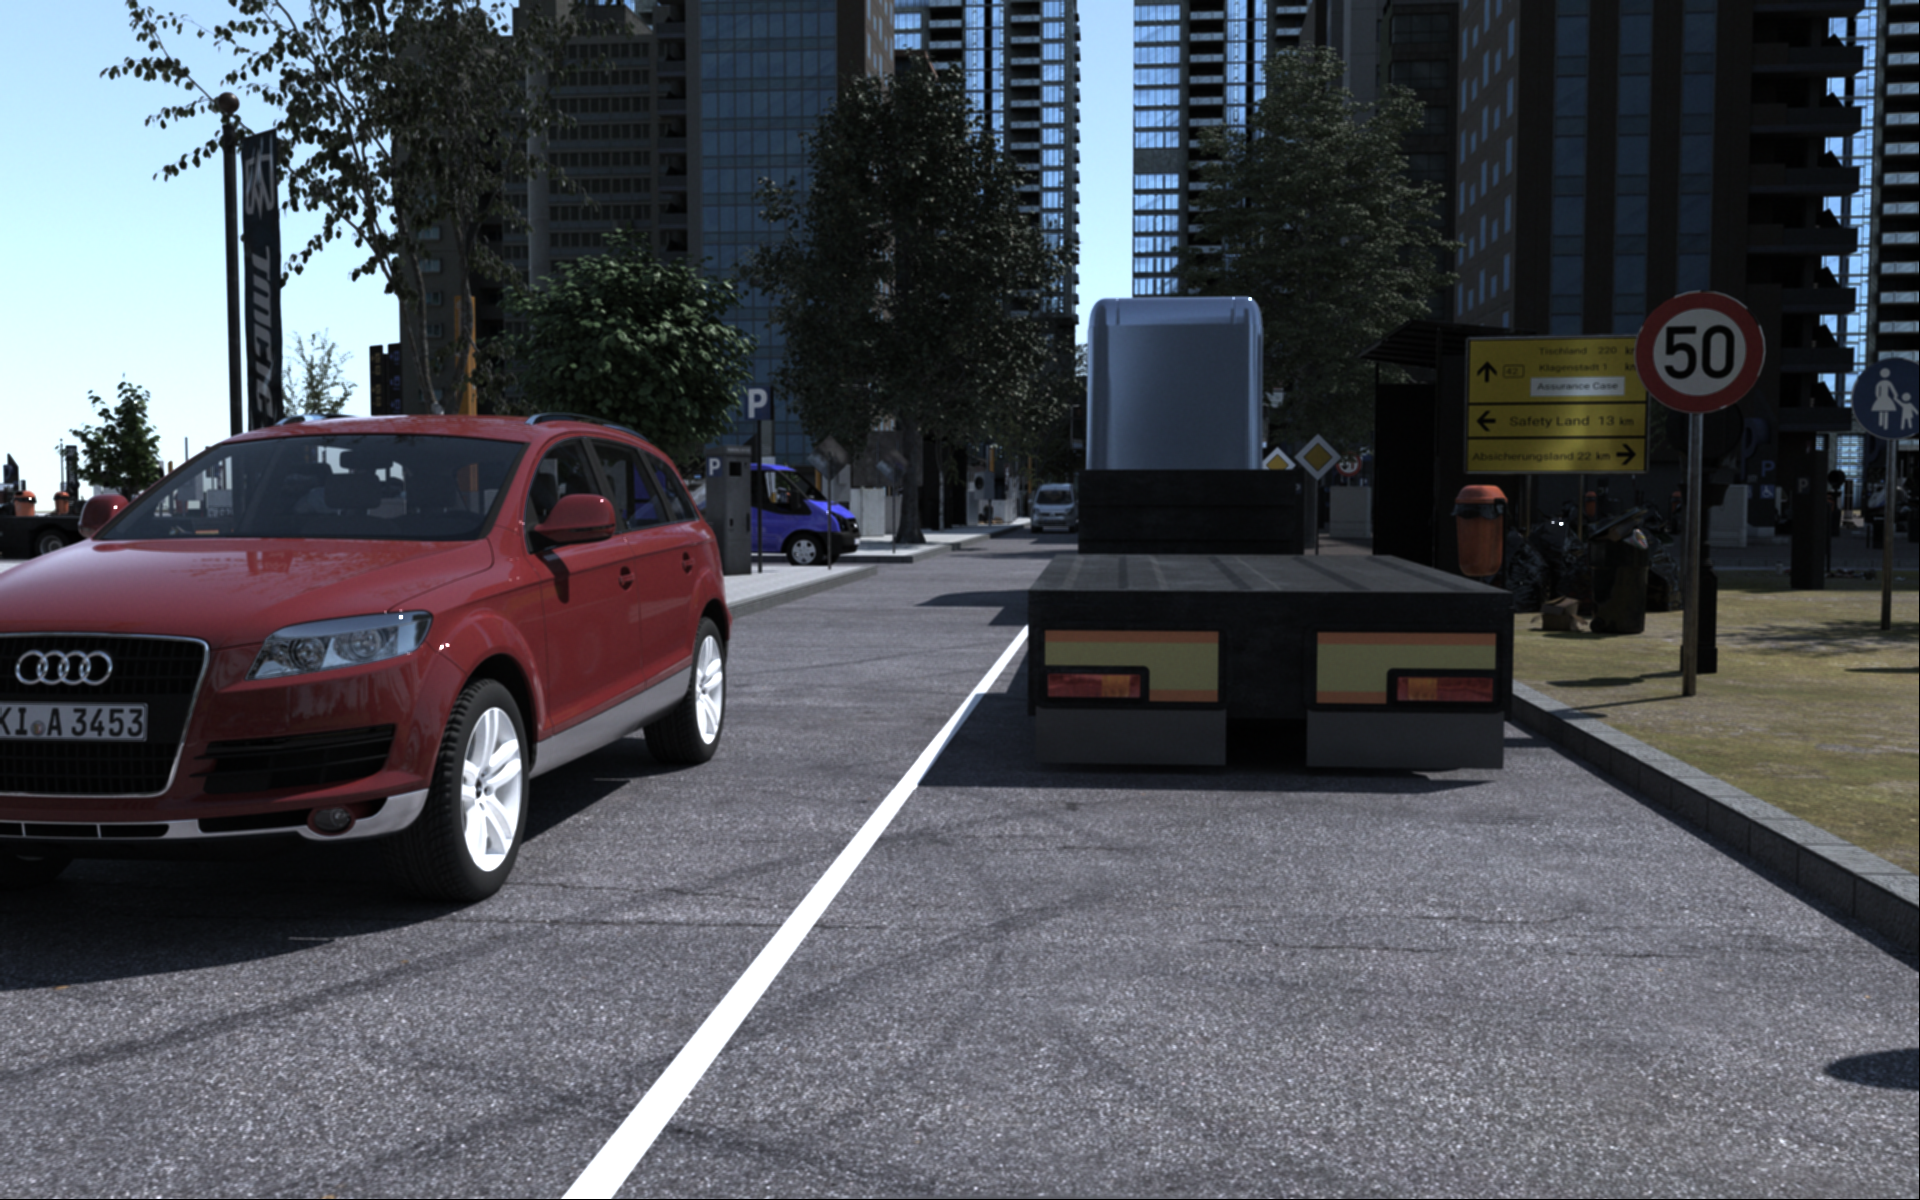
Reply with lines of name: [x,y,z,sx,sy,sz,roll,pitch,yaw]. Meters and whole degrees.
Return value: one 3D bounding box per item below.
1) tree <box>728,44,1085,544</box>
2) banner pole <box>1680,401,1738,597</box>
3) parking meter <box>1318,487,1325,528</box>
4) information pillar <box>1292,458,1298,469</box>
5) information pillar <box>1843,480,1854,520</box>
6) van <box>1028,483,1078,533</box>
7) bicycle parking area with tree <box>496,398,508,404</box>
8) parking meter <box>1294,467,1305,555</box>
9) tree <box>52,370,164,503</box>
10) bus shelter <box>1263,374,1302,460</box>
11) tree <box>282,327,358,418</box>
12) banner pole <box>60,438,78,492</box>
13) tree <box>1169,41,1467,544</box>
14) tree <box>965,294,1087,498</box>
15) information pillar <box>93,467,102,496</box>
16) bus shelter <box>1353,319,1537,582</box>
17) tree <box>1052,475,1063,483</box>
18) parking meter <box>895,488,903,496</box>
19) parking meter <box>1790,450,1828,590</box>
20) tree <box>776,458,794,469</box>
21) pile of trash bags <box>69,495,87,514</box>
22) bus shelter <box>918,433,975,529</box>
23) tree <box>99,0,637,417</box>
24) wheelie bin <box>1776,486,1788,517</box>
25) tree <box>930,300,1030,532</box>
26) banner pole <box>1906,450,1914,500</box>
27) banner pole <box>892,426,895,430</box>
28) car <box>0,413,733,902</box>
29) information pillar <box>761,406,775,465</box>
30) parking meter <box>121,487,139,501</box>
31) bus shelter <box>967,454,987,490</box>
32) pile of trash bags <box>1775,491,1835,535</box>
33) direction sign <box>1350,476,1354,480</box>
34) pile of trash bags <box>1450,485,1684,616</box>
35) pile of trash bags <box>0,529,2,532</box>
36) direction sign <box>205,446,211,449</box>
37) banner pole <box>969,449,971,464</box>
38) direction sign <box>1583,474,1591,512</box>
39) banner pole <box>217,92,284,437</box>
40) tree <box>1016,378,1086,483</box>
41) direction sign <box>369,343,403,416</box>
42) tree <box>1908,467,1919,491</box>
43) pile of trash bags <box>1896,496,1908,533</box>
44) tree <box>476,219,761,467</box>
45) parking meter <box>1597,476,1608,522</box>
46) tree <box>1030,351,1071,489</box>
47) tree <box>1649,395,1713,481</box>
tree: [-1.315,-7.814,44.769,9.611,12.733,9.660,0,3,0]
banner pole: [9.295,-1.933,21.615,0.863,3.779,0.401,0,4,-1]
parking meter: [13.441,-3.447,64.775,0.372,1.533,0.369,0,3,0]
information pillar: [19.950,-6.865,103.599,0.504,3.616,0.183,2,4,27]
information pillar: [44.863,-5.074,87.448,0.304,2.012,0.304,-1,4,-15]
van: [3.573,-3.526,64.655,2.013,2.044,4.112,0,4,7]
bicycle parking area with tree: [-11.143,-3.927,51.214,8.231,4.147,9.016,1,4,20]
parking meter: [6.989,-1.862,36.162,0.399,1.863,0.255,0,4,6]
tree: [-13.005,-1.993,27.193,1.663,3.219,1.824,0,3,0]
bus shelter: [9.471,-4.759,55.440,2.179,5.291,8.768,0,4,6]
tree: [-28.526,-7.673,75.812,4.737,8.622,4.395,0,3,0]
banner pole: [-40.189,-5.385,78.055,0.863,3.779,0.401,-2,4,-25]
tree: [8.994,-7.735,44.587,7.486,12.596,7.792,0,3,0]
tree: [4.764,-11.918,105.230,12.009,13.543,11.850,0,3,0]
information pillar: [-52.842,-7.016,106.072,0.504,3.616,0.183,-1,4,-14]
bus shelter: [7.191,-2.137,26.231,1.731,3.624,6.357,0,4,6]
tree: [8.733,-9.698,153.171,1.663,3.219,1.824,0,3,0]
parking meter: [-2.712,-4.216,77.342,0.372,1.533,0.369,0,3,0]
parking meter: [11.439,-1.078,23.344,0.255,1.863,0.399,-1,4,-20]
tree: [-9.580,-6.046,93.457,1.663,3.219,1.824,0,3,0]
pile of trash bags: [-35.972,-3.783,71.611,3.447,1.369,1.912,1,4,14]
bus shelter: [-0.510,-4.607,66.610,1.731,3.624,6.357,0,4,5]
tree: [-4.566,-3.921,14.474,4.360,8.622,3.978,0,3,0]
wheelie bin: [32.080,-3.688,68.204,0.980,1.594,0.693,-2,4,-29]
tree: [-0.376,-6.609,58.419,4.737,8.622,4.395,0,3,0]
banner pole: [53.587,-6.589,97.742,0.401,3.779,0.863,0,3,0]
banner pole: [-2.628,-4.522,63.945,0.863,3.779,0.401,-3,4,-38]
car: [-2.478,0.050,7.857,2.281,1.827,5.304,0,4,6]
information pillar: [-4.260,-2.881,38.453,0.183,3.616,0.504,-2,4,-35]
parking meter: [-18.812,-1.888,39.283,0.372,1.533,0.369,0,3,0]
bus shelter: [0.454,-5.833,89.297,2.014,3.302,5.546,0,4,6]
pile of trash bags: [26.287,-2.776,55.144,3.447,1.369,1.912,-1,4,-11]
direction sign: [21.840,-6.444,97.362,0.876,3.537,0.379,-3,4,-38]
pile of trash bags: [6.344,-0.543,18.633,3.447,1.369,1.912,-3,5,-44]
pile of trash bags: [-26.889,-2.352,48.211,3.447,1.369,1.912,2,4,28]
direction sign: [-35.497,-5.522,82.282,0.379,3.537,0.876,1,4,16]
banner pole: [0.560,-6.386,94.421,0.401,3.779,0.863,0,4,3]
direction sign: [25.376,-4.780,70.153,0.379,3.537,0.876,3,5,41]
banner pole: [-4.390,-1.268,10.750,0.863,3.779,0.401,3,5,42]
tree: [7.406,-12.207,134.002,8.767,10.594,7.601,3,5,44]
direction sign: [-8.684,-2.097,26.279,0.876,3.537,0.379,3,5,41]
tree: [36.185,-4.270,64.408,1.663,3.219,1.824,0,3,0]
pile of trash bags: [29.966,-2.719,54.215,1.912,1.369,3.447,-1,4,-10]
tree: [-4.080,-2.271,20.846,4.285,4.588,4.351,0,3,0]
parking meter: [21.022,-3.117,56.674,0.255,1.863,0.399,3,4,37]
tree: [2.519,-8.072,82.331,4.737,8.622,4.395,0,3,0]
tree: [27.615,-7.087,66.235,4.737,8.622,4.395,0,3,0]
